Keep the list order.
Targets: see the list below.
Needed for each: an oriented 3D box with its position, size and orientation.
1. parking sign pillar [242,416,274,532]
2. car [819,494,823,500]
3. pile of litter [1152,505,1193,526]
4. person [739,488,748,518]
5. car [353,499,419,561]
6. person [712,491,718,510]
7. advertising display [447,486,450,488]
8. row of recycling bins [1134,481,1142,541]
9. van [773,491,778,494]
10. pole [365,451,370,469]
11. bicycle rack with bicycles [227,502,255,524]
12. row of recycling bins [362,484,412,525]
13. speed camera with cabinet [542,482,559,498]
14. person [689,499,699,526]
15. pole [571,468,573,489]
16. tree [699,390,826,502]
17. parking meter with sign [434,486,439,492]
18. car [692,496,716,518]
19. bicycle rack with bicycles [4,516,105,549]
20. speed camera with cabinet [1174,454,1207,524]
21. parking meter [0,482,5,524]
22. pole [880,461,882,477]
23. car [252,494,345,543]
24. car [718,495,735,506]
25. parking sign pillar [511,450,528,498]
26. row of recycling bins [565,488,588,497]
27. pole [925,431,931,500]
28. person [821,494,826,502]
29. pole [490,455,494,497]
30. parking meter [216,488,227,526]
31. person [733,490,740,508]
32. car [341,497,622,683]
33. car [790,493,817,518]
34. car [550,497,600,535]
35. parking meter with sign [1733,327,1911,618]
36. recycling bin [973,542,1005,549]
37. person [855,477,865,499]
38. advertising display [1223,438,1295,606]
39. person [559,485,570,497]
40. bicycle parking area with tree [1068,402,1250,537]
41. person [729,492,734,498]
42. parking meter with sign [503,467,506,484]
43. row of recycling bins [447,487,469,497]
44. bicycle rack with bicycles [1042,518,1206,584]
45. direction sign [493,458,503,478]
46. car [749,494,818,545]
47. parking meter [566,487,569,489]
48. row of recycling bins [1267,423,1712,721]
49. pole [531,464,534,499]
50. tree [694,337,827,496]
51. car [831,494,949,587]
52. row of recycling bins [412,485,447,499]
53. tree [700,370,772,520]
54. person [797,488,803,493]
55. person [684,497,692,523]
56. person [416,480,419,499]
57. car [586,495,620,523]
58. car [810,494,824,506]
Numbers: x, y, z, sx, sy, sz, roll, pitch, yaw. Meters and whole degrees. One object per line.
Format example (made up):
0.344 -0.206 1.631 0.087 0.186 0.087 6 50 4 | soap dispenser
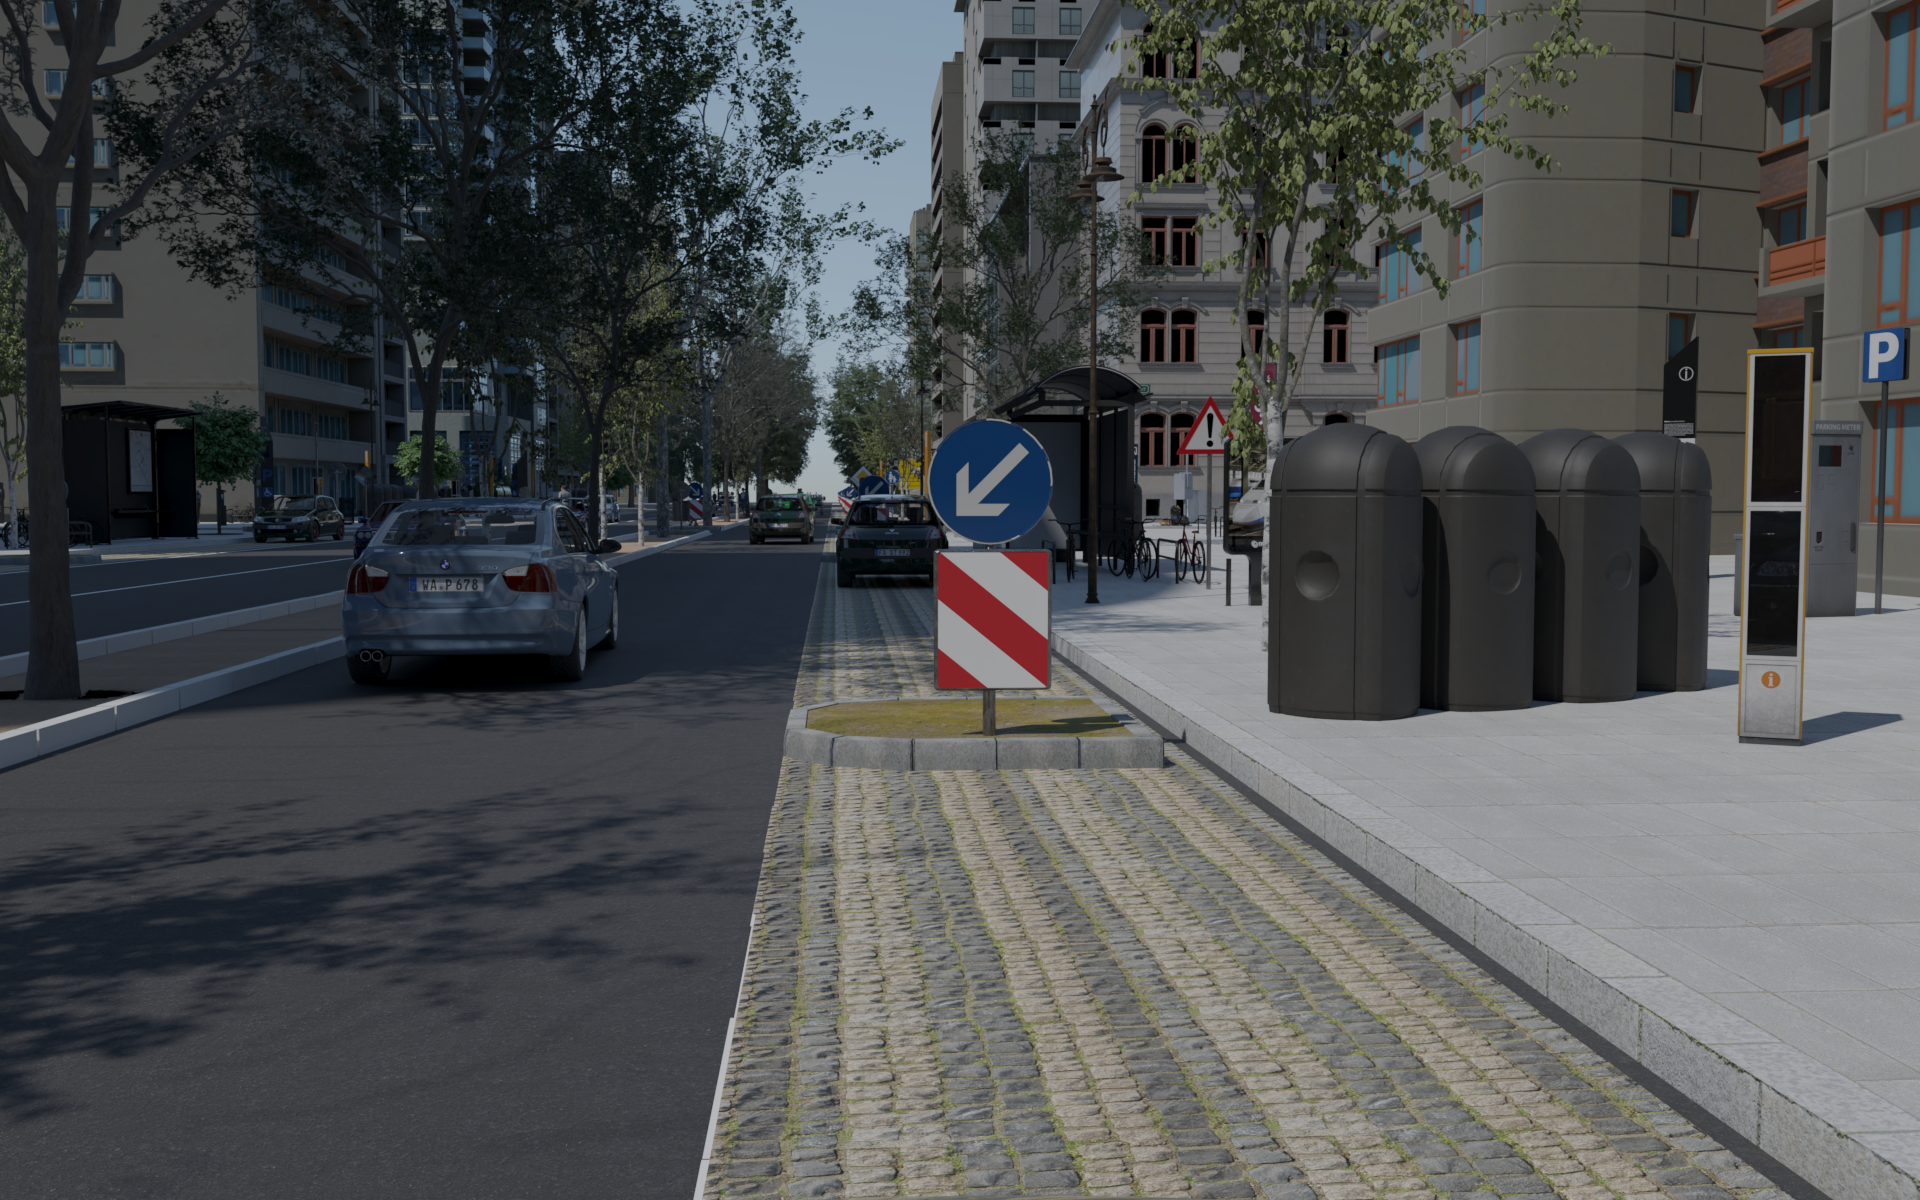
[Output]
-23.915 -4.342 59.472 1.447 3.967 1.447 -2 4 -33 | parking sign pillar
-17.196 -12.047 207.188 2.015 1.641 3.980 0 4 -5 | car
8.554 -3.416 69.824 1.719 0.858 1.176 0 3 0 | pile of litter
-12.864 -5.785 103.112 0.581 1.822 0.654 2 4 30 | person
-11.247 -1.408 35.602 1.945 1.354 3.894 0 4 -6 | car
-21.767 -8.805 153.386 0.541 1.710 0.530 3 5 41 | person
-39.604 -7.882 134.076 0.123 1.923 0.974 -1 4 -9 | advertising display
3.258 -2.495 47.898 3.534 1.692 1.069 0 4 -3 | row of recycling bins
-28.457 -15.687 263.499 2.013 2.044 4.112 0 4 -6 | van
-27.967 -5.381 81.825 0.158 3.312 0.155 0 3 0 | pole
-31.018 -3.853 76.385 2.925 0.926 2.852 0 4 -3 | bicycle rack with bicycles
-24.409 -4.056 73.427 1.069 1.692 3.534 0 4 -2 | row of recycling bins
-31.531 -8.542 134.002 0.660 3.252 2.038 1 4 23 | speed camera with cabinet
-11.463 -3.799 74.881 0.640 1.303 0.475 1 4 18 | person
-30.775 -8.784 137.469 0.158 3.312 0.155 0 3 0 | pole
-15.556 -13.428 139.014 9.611 12.733 9.660 0 3 0 | tree
-32.114 -6.651 104.998 1.738 3.016 0.543 3 4 39 | parking meter with sign
-15.336 -5.458 101.819 1.945 1.354 3.894 0 4 -2 | car
-22.135 -1.729 41.658 2.925 0.926 2.852 -2 4 -29 | bicycle rack with bicycles
9.982 -4.912 74.649 0.660 3.252 2.038 3 4 39 | speed camera with cabinet
-41.571 -4.234 74.941 0.399 1.863 0.255 -3 5 -39 | parking meter
-4.847 -6.881 106.345 0.158 3.312 0.155 0 3 0 | pole
-19.845 -2.583 52.018 2.009 1.686 4.222 0 4 -3 | car
-27.430 -11.668 203.355 1.945 1.354 3.894 0 4 -5 | car
-26.846 -7.162 105.572 1.447 3.967 1.447 1 4 14 | parking sign pillar
-28.712 -7.457 129.039 1.069 1.692 3.534 -2 4 -32 | row of recycling bins
-1.037 -3.810 56.135 0.158 3.312 0.155 0 3 0 | pole
-19.935 -14.707 252.147 0.799 1.438 0.628 0 4 -4 | person
-24.652 -5.955 91.211 0.158 3.312 0.155 0 3 0 | pole
-29.976 -3.785 70.295 0.372 1.533 0.369 0 3 0 | parking meter
-23.177 -10.540 180.968 0.705 1.807 1.348 3 4 36 | person
-3.892 -0.152 14.494 2.014 1.417 4.499 0 4 -6 | car
-7.988 -4.668 85.112 1.959 1.807 4.718 0 4 -4 | car
-13.312 -2.823 58.743 1.945 1.354 3.894 0 4 -2 | car
9.007 -1.340 18.174 1.738 3.016 0.543 -1 4 -16 | parking meter with sign
0.748 -1.652 39.566 0.722 1.027 0.722 2 4 24 | recycling bin
-2.127 -1.808 38.251 0.419 1.800 0.721 -1 4 -8 | person
3.503 -0.895 19.851 0.974 1.923 0.123 0 4 -6 | advertising display
-18.575 -4.470 81.435 0.661 1.843 0.795 -3 5 -42 | person
6.069 -4.033 52.939 8.231 4.147 9.016 1 4 12 | bicycle parking area with tree
-34.109 -15.134 255.943 1.348 1.824 0.705 1 4 18 | person
-28.017 -6.950 109.887 1.738 3.016 0.543 0 4 -6 | parking meter with sign
-28.995 -5.438 96.019 3.534 1.692 1.069 0 4 -5 | row of recycling bins
2.310 -0.754 25.717 2.852 0.926 2.925 0 4 -1 | bicycle rack with bicycles
-29.175 -7.163 109.114 0.876 3.537 0.379 1 4 23 | direction sign
-5.169 -2.490 50.505 2.009 1.686 4.222 0 4 -2 | car
-30.757 -7.964 135.915 0.399 1.863 0.255 -1 4 -18 | parking meter
3.437 -0.227 10.822 3.534 1.692 1.069 -2 4 -32 | row of recycling bins
-28.864 -7.525 116.878 0.158 3.312 0.155 0 3 0 | pole
-14.598 -13.415 128.447 9.857 13.997 8.962 0 3 0 | tree
-1.091 -1.105 27.849 2.009 1.686 4.222 0 4 -2 | car
-24.159 -4.295 77.334 1.069 1.692 3.534 0 4 2 | row of recycling bins
-12.370 -8.758 96.020 4.360 8.622 3.978 0 3 0 | tree
-10.611 -6.504 114.823 0.580 1.828 0.573 3 4 39 | person
-13.172 -4.598 84.033 0.694 1.780 0.624 2 4 32 | person
-14.929 -2.423 48.218 0.850 1.850 0.679 0 4 5 | person
-18.174 -4.600 87.210 2.014 1.417 4.499 0 4 -5 | car
-15.289 -10.381 181.738 2.014 1.417 4.499 0 4 -3 | car
